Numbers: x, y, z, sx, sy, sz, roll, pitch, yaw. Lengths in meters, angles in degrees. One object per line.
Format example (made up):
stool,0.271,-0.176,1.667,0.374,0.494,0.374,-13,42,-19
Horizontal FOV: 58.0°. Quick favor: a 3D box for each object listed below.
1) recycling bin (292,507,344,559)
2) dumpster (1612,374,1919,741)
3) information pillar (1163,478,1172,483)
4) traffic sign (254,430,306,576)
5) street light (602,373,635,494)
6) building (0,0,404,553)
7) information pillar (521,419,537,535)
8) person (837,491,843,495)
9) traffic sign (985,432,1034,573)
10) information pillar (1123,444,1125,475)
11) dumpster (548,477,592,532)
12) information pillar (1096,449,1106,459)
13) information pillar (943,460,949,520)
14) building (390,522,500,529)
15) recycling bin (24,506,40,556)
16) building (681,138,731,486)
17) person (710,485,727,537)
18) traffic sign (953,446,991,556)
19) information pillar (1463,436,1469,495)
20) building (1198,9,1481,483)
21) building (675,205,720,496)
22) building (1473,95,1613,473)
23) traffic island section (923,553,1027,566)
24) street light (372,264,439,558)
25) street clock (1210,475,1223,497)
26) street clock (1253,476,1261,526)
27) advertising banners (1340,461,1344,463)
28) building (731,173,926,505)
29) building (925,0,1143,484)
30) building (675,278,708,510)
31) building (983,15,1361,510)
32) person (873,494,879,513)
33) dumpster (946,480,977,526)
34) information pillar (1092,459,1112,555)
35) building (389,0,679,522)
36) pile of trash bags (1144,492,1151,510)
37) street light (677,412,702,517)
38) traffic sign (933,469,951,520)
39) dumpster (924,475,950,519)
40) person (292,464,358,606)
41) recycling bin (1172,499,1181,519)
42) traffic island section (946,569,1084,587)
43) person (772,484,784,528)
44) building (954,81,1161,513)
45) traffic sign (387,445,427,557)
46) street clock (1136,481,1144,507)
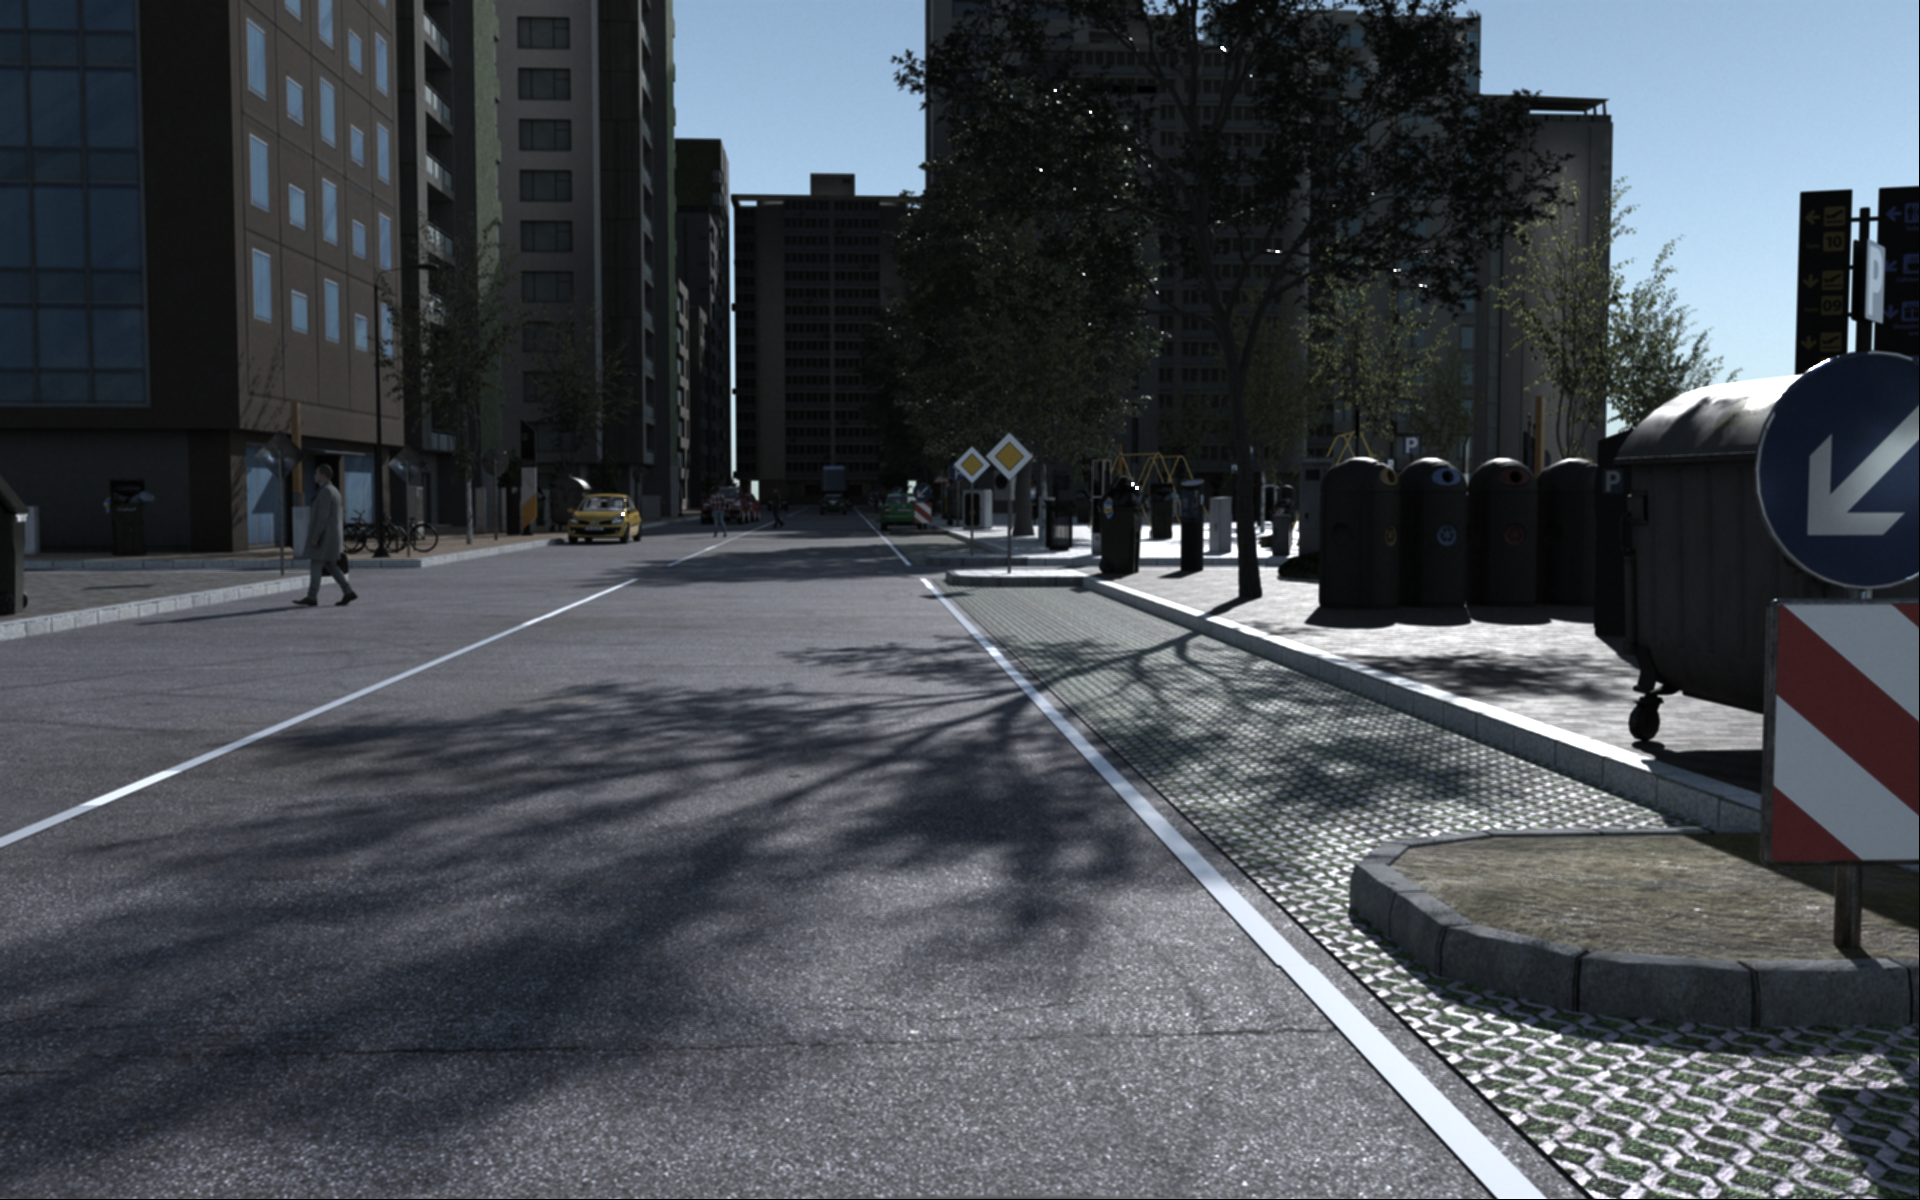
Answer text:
recycling bin,-12.842,-1.352,34.651,0.722,1.027,0.722,1,4,11
dumpster,4.111,-0.155,8.288,1.264,1.857,1.865,0,4,-4
information pillar,9.540,-4.595,79.616,0.304,2.012,0.304,-3,5,-43
traffic sign,-10.674,-1.443,27.233,0.795,2.450,0.064,0,4,-4
street light,-13.185,-5.759,66.704,1.470,5.913,1.316,0,4,-4
building,-22.962,-24.022,42.873,14.600,45.320,14.200,0,4,-4
information pillar,-13.371,-3.812,53.682,0.504,3.616,0.183,1,4,12
person,-9.884,-8.209,143.527,0.445,1.727,0.742,1,4,17
traffic sign,0.795,-1.490,27.998,0.795,2.450,0.064,0,4,-4
information pillar,7.597,-5.460,80.631,0.183,3.616,0.504,0,4,-3
dumpster,-13.339,-3.268,59.188,1.264,1.857,1.865,0,4,-4
information pillar,6.840,-5.674,84.122,0.504,3.616,0.183,-1,4,-12
information pillar,-0.656,-5.814,86.420,0.183,3.616,0.504,-1,4,-20
building,-25.763,-23.325,64.960,14.154,41.232,14.086,0,4,-4
recycling bin,-19.498,-1.424,35.837,0.722,1.027,0.722,-1,4,-21
building,-34.152,-31.710,202.058,14.086,41.232,14.154,0,4,-4
person,-8.076,-2.964,57.798,0.563,1.720,0.643,-2,4,-27
traffic sign,0.247,-1.977,35.964,0.795,2.450,0.064,0,4,-4
information pillar,20.457,-4.813,70.052,0.183,3.616,0.504,2,4,34
building,36.075,-33.953,174.746,30.456,49.044,23.786,0,4,-4
building,-31.554,-24.655,174.811,14.107,30.474,14.160,0,4,-4
building,58.184,-30.433,181.173,14.086,41.232,14.154,0,4,-4
traffic island section,0.270,-0.842,36.043,2.009,0.180,2.903,0,4,-4
street light,-11.207,-3.821,35.019,1.470,5.913,1.316,0,4,-4
street clock,9.653,-3.713,65.280,0.471,2.002,0.358,0,4,7
street clock,12.001,-3.951,69.168,0.358,2.002,0.471,0,4,-2
advertising banners,20.375,-5.772,90.568,0.090,3.025,2.074,-1,4,-18
building,-15.608,-31.856,212.723,23.993,40.220,32.217,0,4,-4
building,7.098,-38.398,169.813,21.231,58.520,28.212,0,4,-4
building,-37.230,-18.786,152.192,27.650,21.520,28.899,0,4,-4
building,14.237,-27.698,144.746,32.217,40.220,23.993,0,4,-4
person,-6.279,-7.222,129.808,0.421,1.427,0.697,1,4,12
dumpster,0.098,-3.982,70.860,1.264,1.857,1.865,0,4,-4
information pillar,3.007,-1.977,36.822,0.304,2.012,0.304,3,5,40
building,-23.083,-25.078,93.614,14.154,41.232,14.086,0,4,-4
pile of trash bags,10.602,-4.781,87.928,1.912,1.369,3.447,-3,4,-38
street light,-15.359,-7.701,98.455,1.470,5.913,1.316,0,4,-4
traffic sign,-0.899,-5.188,84.829,0.884,2.594,0.081,0,4,1
dumpster,-1.262,-5.278,88.790,1.502,2.255,1.985,0,4,-4
person,-8.176,-0.835,22.252,0.767,1.812,0.694,0,4,-6
recycling bin,10.429,-4.375,84.091,0.722,1.027,0.722,0,4,-7
traffic island section,0.818,-0.354,28.077,2.009,0.180,2.903,0,4,-4
person,-7.705,-3.936,72.768,0.656,1.842,0.836,2,4,34
building,6.424,-21.621,125.207,14.160,30.474,14.107,0,4,-4
traffic sign,-11.221,-1.930,35.200,0.795,2.450,0.064,0,4,-4
street clock,9.821,-5.504,94.563,0.358,2.002,0.471,-2,4,-31
